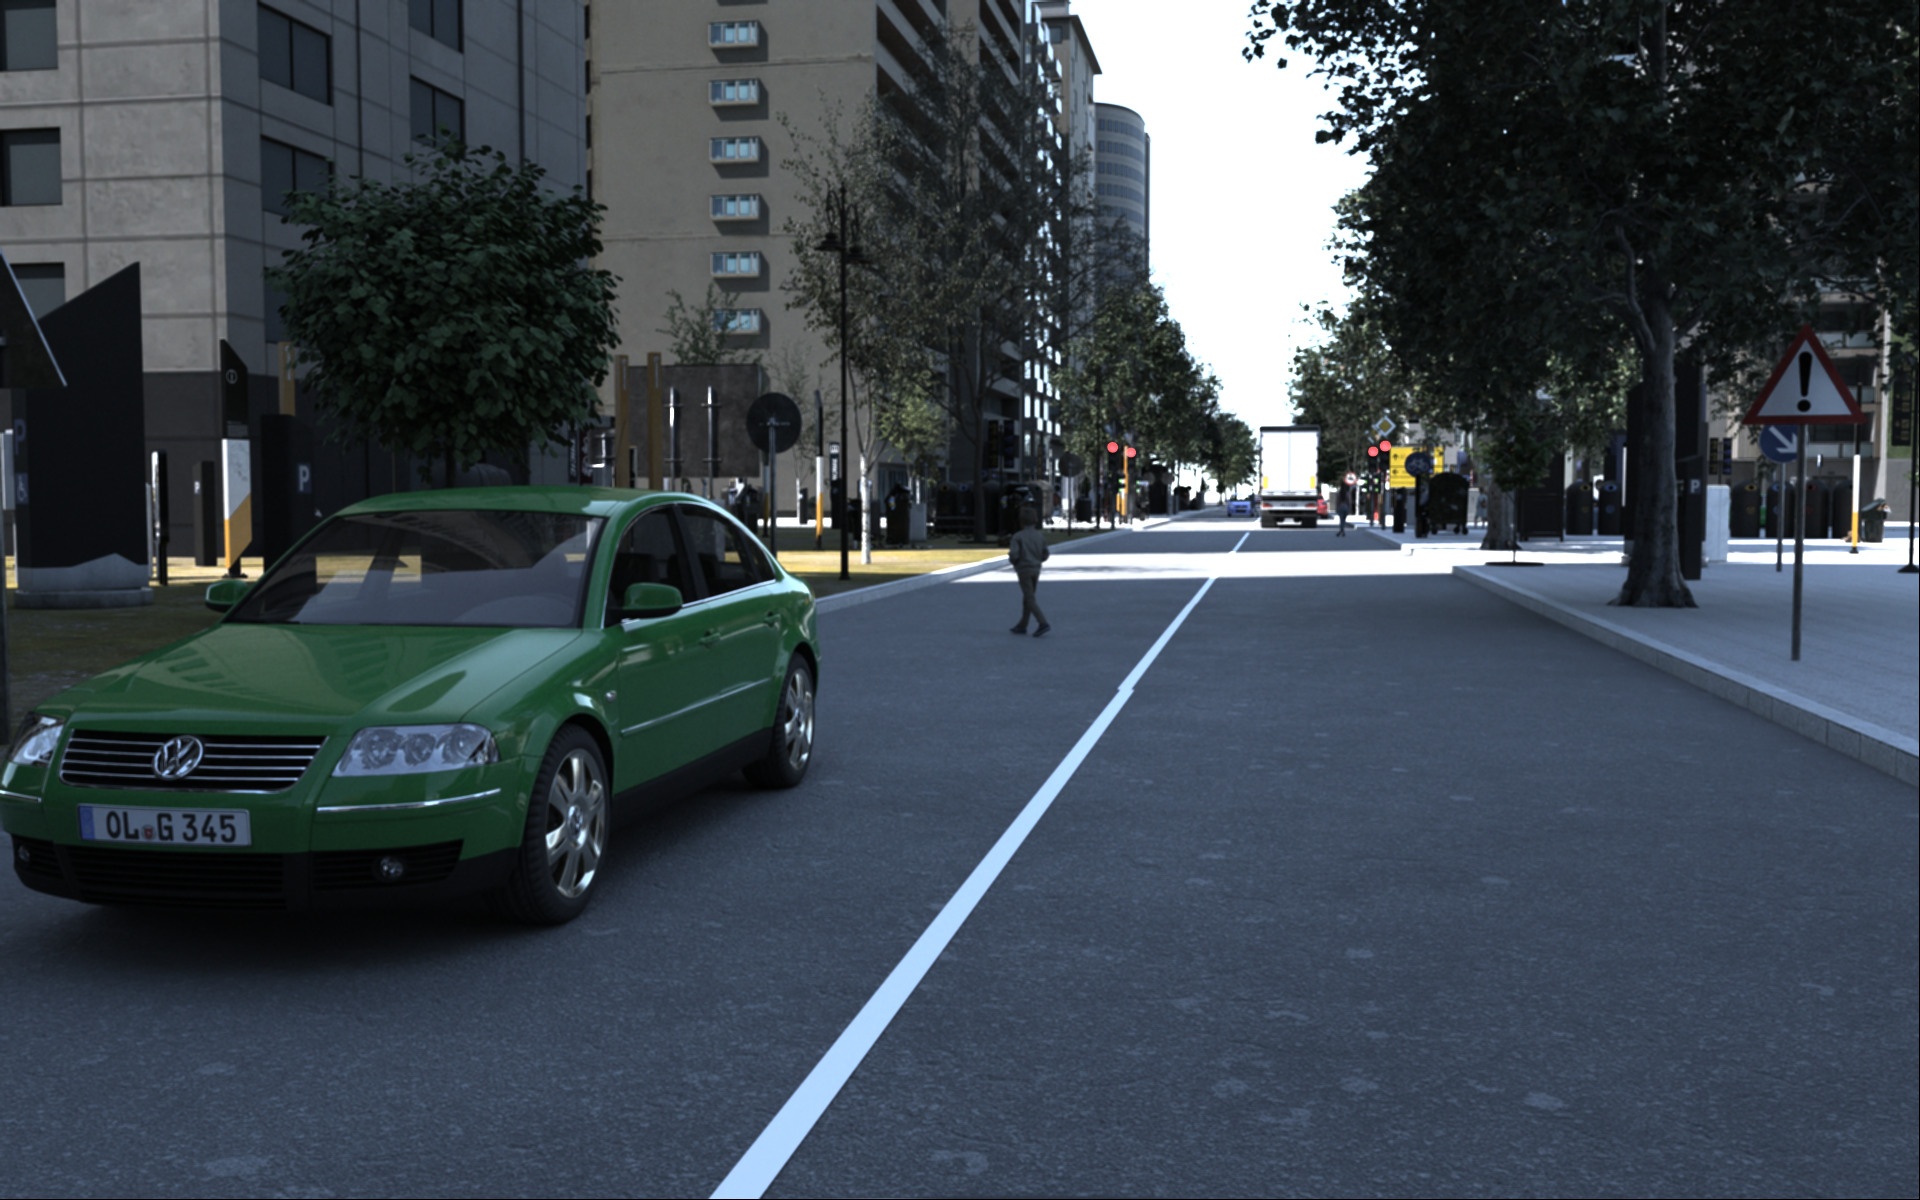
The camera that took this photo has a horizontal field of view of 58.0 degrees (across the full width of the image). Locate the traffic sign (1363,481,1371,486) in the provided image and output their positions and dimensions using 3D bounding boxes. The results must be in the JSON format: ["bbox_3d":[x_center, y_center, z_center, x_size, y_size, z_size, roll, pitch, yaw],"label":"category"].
[{"bbox_3d":[27.270,-7.075,115.674,0.884,2.594,0.081,1,4,12],"label":"traffic sign"}]

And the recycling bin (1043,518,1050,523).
[{"bbox_3d":[3.630,-3.993,77.847,0.722,1.027,0.722,-3,5,-44],"label":"recycling bin"}]

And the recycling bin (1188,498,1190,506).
[{"bbox_3d":[18.561,-7.983,143.081,0.722,1.027,0.722,-1,4,-23],"label":"recycling bin"}]

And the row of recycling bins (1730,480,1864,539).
[{"bbox_3d":[24.288,-2.643,50.333,3.534,1.692,1.069,2,4,34],"label":"row of recycling bins"}]

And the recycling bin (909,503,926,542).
[{"bbox_3d":[-1.291,-2.094,46.784,0.722,1.027,0.722,0,4,-5],"label":"recycling bin"}]

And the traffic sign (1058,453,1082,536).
[{"bbox_3d":[3.385,-3.263,53.456,0.768,2.556,0.104,1,4,13],"label":"traffic sign"}]

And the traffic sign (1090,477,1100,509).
[{"bbox_3d":[8.117,-6.228,103.952,0.606,2.300,0.079,1,4,18],"label":"traffic sign"}]

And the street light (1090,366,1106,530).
[{"bbox_3d":[4.996,-5.490,62.543,0.468,5.910,1.993,1,4,10],"label":"street light"}]

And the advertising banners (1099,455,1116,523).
[{"bbox_3d":[6.610,-5.020,78.265,0.090,3.025,2.074,1,4,23],"label":"advertising banners"}]

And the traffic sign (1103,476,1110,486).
[{"bbox_3d":[9.322,-6.772,111.912,0.795,2.450,0.064,1,4,11],"label":"traffic sign"}]

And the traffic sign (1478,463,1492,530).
[{"bbox_3d":[17.810,-3.559,58.303,0.768,2.556,0.104,1,4,16],"label":"traffic sign"}]

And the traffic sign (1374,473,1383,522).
[{"bbox_3d":[19.495,-4.862,80.675,0.795,2.450,0.064,1,4,16],"label":"traffic sign"}]

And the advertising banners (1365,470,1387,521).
[{"bbox_3d":[19.870,-5.285,82.604,0.090,3.025,2.074,-1,4,-15],"label":"advertising banners"}]

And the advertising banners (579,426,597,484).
[{"bbox_3d":[-10.373,-2.995,45.153,2.074,3.025,0.090,1,4,17],"label":"advertising banners"}]

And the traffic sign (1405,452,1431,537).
[{"bbox_3d":[13.775,-3.184,52.169,0.768,2.556,0.104,1,4,14],"label":"traffic sign"}]

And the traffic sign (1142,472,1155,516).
[{"bbox_3d":[10.931,-6.138,100.458,0.768,2.556,0.104,1,4,20],"label":"traffic sign"}]

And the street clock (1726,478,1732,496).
[{"bbox_3d":[35.023,-4.551,78.984,0.358,2.002,0.471,2,4,24],"label":"street clock"}]

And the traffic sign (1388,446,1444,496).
[{"bbox_3d":[19.314,-4.861,73.346,2.265,3.308,0.079,1,4,17],"label":"traffic sign"}]

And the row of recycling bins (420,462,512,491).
[{"bbox_3d":[-6.496,-0.976,23.068,1.069,1.692,3.534,-1,4,-9],"label":"row of recycling bins"}]

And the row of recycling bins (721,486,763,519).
[{"bbox_3d":[-10.948,-4.902,87.257,1.069,1.692,3.534,2,4,25],"label":"row of recycling bins"}]

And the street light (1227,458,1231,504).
[{"bbox_3d":[35.583,-15.646,228.592,0.468,5.910,1.993,1,4,10],"label":"street light"}]

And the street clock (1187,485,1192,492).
[{"bbox_3d":[19.039,-8.527,143.979,0.471,2.002,0.358,3,4,37],"label":"street clock"}]

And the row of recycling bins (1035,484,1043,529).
[{"bbox_3d":[1.275,-3.452,63.549,3.534,1.692,1.069,0,4,-8],"label":"row of recycling bins"}]

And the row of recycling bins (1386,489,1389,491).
[{"bbox_3d":[29.196,-6.886,119.694,1.069,1.692,3.534,1,4,15],"label":"row of recycling bins"}]

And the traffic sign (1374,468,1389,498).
[{"bbox_3d":[19.055,-4.804,78.550,0.884,2.594,0.081,1,4,13],"label":"traffic sign"}]

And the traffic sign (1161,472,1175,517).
[{"bbox_3d":[11.784,-6.005,98.283,0.768,2.556,0.104,1,4,13],"label":"traffic sign"}]

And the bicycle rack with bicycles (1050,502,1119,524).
[{"bbox_3d":[5.297,-3.789,75.327,2.925,0.926,2.852,1,4,18],"label":"bicycle rack with bicycles"}]

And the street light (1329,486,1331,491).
[{"bbox_3d":[30.998,-10.556,145.386,0.468,5.910,1.993,1,4,10],"label":"street light"}]

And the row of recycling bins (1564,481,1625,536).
[{"bbox_3d":[20.616,-2.847,53.667,3.534,1.692,1.069,2,4,26],"label":"row of recycling bins"}]

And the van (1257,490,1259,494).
[{"bbox_3d":[48.458,-16.690,277.270,2.240,2.365,5.245,1,4,10],"label":"van"}]

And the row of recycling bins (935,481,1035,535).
[{"bbox_3d":[0.619,-2.960,55.501,3.534,1.692,1.069,3,5,41],"label":"row of recycling bins"}]

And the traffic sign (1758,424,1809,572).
[{"bbox_3d":[13.540,-1.740,28.552,0.768,2.556,0.104,1,4,11],"label":"traffic sign"}]

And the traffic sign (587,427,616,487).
[{"bbox_3d":[-5.394,-1.481,26.345,0.606,2.300,0.079,1,4,15],"label":"traffic sign"}]

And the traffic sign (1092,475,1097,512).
[{"bbox_3d":[8.344,-6.463,105.779,0.768,2.556,0.104,1,4,18],"label":"traffic sign"}]

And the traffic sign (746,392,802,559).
[{"bbox_3d":[-2.341,-1.321,21.704,0.768,2.556,0.104,1,4,19],"label":"traffic sign"}]

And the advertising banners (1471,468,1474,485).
[{"bbox_3d":[35.143,-7.376,116.786,2.074,3.025,0.090,1,4,19],"label":"advertising banners"}]

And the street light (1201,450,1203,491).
[{"bbox_3d":[20.684,-10.701,147.747,0.468,5.910,1.993,1,4,10],"label":"street light"}]

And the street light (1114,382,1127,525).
[{"bbox_3d":[6.637,-6.038,71.509,0.468,5.910,1.993,1,4,10],"label":"street light"}]

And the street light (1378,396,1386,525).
[{"bbox_3d":[17.299,-6.015,71.133,0.468,5.910,1.993,1,4,10],"label":"street light"}]

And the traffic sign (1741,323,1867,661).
[{"bbox_3d":[6.451,-0.813,13.294,0.884,2.594,0.081,1,4,14],"label":"traffic sign"}]

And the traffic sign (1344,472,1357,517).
[{"bbox_3d":[22.262,-6.032,98.724,0.768,2.556,0.104,1,4,15],"label":"traffic sign"}]

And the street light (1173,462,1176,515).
[{"bbox_3d":[13.429,-8.283,108.222,0.468,5.910,1.993,1,4,10],"label":"street light"}]

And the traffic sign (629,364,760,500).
[{"bbox_3d":[-4.224,-2.046,27.320,2.265,3.308,0.079,1,4,15],"label":"traffic sign"}]

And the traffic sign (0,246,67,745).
[{"bbox_3d":[-4.899,-0.538,8.803,0.884,2.594,0.081,1,4,19],"label":"traffic sign"}]

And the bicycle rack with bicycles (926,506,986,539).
[{"bbox_3d":[-0.573,-2.221,49.699,2.925,0.926,2.852,-1,4,-15],"label":"bicycle rack with bicycles"}]

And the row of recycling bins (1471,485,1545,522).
[{"bbox_3d":[24.988,-4.467,80.147,3.534,1.692,1.069,0,4,0],"label":"row of recycling bins"}]

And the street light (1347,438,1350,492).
[{"bbox_3d":[23.945,-8.206,106.952,0.468,5.910,1.993,1,4,10],"label":"street light"}]

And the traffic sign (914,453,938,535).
[{"bbox_3d":[-1.058,-3.270,53.570,0.768,2.556,0.104,1,4,12],"label":"traffic sign"}]

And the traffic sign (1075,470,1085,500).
[{"bbox_3d":[5.654,-5.113,83.706,0.768,2.556,0.104,1,4,12],"label":"traffic sign"}]

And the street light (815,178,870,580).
[{"bbox_3d":[-1.728,-3.240,25.768,0.468,5.910,1.993,1,4,10],"label":"street light"}]
